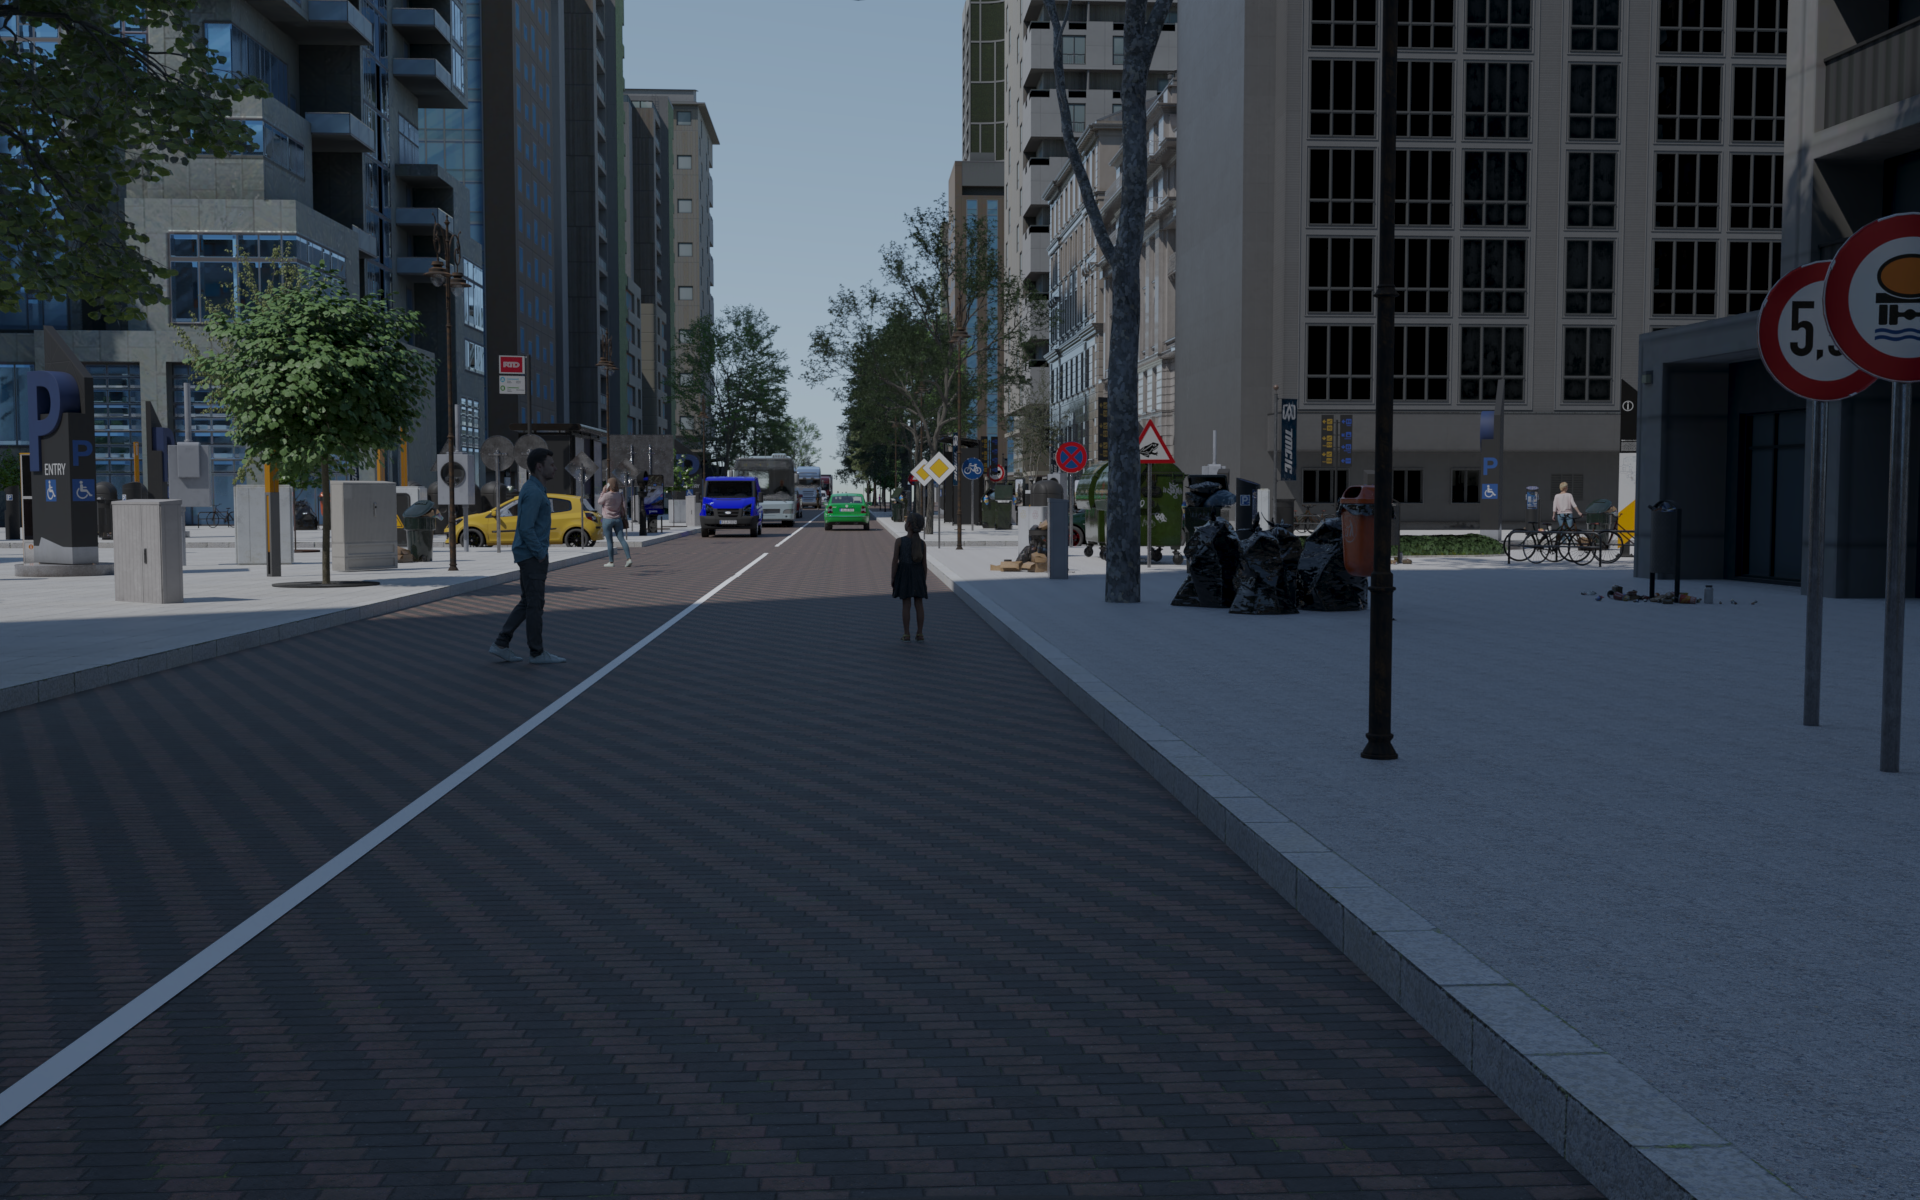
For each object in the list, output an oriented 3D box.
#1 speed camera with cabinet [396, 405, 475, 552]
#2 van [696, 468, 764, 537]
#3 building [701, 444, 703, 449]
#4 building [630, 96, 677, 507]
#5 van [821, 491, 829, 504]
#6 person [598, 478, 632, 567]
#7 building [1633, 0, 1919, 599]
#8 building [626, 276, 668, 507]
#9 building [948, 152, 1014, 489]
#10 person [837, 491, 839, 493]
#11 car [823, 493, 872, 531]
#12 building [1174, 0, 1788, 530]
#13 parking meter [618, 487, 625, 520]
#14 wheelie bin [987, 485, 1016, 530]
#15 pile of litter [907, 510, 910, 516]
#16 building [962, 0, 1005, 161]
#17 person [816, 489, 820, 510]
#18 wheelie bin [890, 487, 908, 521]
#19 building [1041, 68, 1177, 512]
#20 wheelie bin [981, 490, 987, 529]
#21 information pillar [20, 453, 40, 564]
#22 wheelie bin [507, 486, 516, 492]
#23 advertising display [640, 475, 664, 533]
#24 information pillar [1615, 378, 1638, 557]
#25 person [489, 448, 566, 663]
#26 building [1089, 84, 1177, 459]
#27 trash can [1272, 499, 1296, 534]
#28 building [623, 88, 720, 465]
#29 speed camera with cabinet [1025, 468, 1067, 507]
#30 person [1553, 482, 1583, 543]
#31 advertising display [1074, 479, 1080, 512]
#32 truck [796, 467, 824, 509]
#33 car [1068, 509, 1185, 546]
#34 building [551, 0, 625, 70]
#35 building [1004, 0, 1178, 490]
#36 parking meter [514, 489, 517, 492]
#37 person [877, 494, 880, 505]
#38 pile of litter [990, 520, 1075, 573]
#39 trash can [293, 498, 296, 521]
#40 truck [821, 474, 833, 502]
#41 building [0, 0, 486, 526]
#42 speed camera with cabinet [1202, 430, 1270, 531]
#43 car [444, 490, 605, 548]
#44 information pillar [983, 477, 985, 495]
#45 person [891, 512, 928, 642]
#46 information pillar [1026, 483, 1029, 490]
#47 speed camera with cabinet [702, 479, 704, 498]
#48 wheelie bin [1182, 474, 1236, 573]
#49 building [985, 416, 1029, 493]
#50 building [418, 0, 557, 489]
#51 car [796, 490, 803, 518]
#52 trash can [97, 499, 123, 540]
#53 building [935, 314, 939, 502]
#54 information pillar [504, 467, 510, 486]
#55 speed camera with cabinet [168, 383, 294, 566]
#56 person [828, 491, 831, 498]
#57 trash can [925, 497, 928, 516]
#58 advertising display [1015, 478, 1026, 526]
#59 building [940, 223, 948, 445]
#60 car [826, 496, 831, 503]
[{"bbox_3d":[-11.790,-2.680,38.160,2.038,3.252,0.660,0,4,0],"label":"speed camera with cabinet"},{"bbox_3d":[-7.773,-3.347,59.104,2.240,2.365,5.245,0,4,-4],"label":"van"},{"bbox_3d":[-50.448,-34.465,255.386,32.217,40.220,23.993,0,4,-4],"label":"building"},{"bbox_3d":[-36.112,-29.901,172.480,14.154,41.232,14.086,0,4,-4],"label":"building"},{"bbox_3d":[-17.007,-12.469,210.882,2.013,2.044,4.112,0,4,-4],"label":"van"},{"bbox_3d":[-6.742,-1.526,34.042,0.593,1.750,0.643,-3,5,-40],"label":"person"},{"bbox_3d":[21.231,-35.272,14.944,20.563,71.187,20.611,0,4,-4],"label":"building"},{"bbox_3d":[-41.013,-18.720,151.103,27.650,21.520,28.899,0,4,-4],"label":"building"},{"bbox_3d":[5.781,-35.311,227.437,14.600,45.320,14.200,0,4,-4],"label":"building"},{"bbox_3d":[-15.527,-12.978,220.672,0.705,1.826,1.348,-1,4,-22],"label":"person"},{"bbox_3d":[-4.506,-3.704,69.356,1.959,1.807,4.718,0,4,-3],"label":"car"},{"bbox_3d":[21.429,-16.719,66.857,24.014,27.812,14.314,0,4,-4],"label":"building"},{"bbox_3d":[-15.676,-4.564,80.329,0.399,1.863,0.255,1,4,18],"label":"parking meter"},{"bbox_3d":[1.537,-3.326,62.288,0.980,1.594,0.693,0,4,1],"label":"wheelie bin"},{"bbox_3d":[-3.213,-4.990,95.547,1.719,0.858,1.176,2,4,31],"label":"pile of litter"},{"bbox_3d":[8.945,-49.297,244.260,20.563,71.187,20.611,0,4,-4],"label":"building"},{"bbox_3d":[-13.004,-9.171,158.079,0.705,1.869,1.348,-1,4,-11],"label":"person"},{"bbox_3d":[-2.896,-4.579,82.781,0.693,1.594,0.980,-3,4,-36],"label":"wheelie bin"},{"bbox_3d":[12.798,-19.267,112.283,12.463,27.353,25.104,0,4,-4],"label":"building"},{"bbox_3d":[1.119,-3.471,64.663,0.693,1.594,0.980,0,4,1],"label":"wheelie bin"},{"bbox_3d":[-16.649,-1.631,31.157,0.304,2.012,0.304,0,4,3],"label":"information pillar"},{"bbox_3d":[-18.364,-3.804,70.103,0.980,1.594,0.693,1,4,9],"label":"wheelie bin"},{"bbox_3d":[-10.141,-3.170,57.043,0.123,1.923,0.974,3,4,37],"label":"advertising display"},{"bbox_3d":[13.571,-2.671,35.022,0.504,3.616,0.183,2,4,26],"label":"information pillar"},{"bbox_3d":[-3.687,-0.378,14.706,0.620,1.820,0.660,-1,4,-21],"label":"person"},{"bbox_3d":[14.805,-15.058,87.993,13.314,21.916,24.055,0,4,-4],"label":"building"},{"bbox_3d":[9.884,-2.519,52.847,0.748,1.137,0.748,0,3,0],"label":"trash can"},{"bbox_3d":[-46.875,-39.149,229.319,28.713,52.752,27.495,0,4,-4],"label":"building"},{"bbox_3d":[3.697,-4.975,75.683,2.038,3.252,0.660,3,5,39],"label":"speed camera with cabinet"},{"bbox_3d":[15.805,-2.192,45.008,0.731,1.740,0.598,1,4,14],"label":"person"},{"bbox_3d":[5.321,-4.203,73.941,0.974,1.923,0.123,2,4,31],"label":"advertising display"},{"bbox_3d":[-15.266,-11.356,175.431,2.967,4.110,18.799,0,4,-4],"label":"truck"},{"bbox_3d":[3.982,-2.119,44.429,4.222,1.686,2.009,0,4,-2],"label":"car"},{"bbox_3d":[-32.788,-27.246,129.069,14.154,41.232,14.086,0,4,-4],"label":"building"},{"bbox_3d":[18.386,-34.380,151.359,28.713,52.752,27.495,0,4,-4],"label":"building"},{"bbox_3d":[-22.283,-4.830,87.384,0.372,1.533,0.369,0,3,0],"label":"parking meter"},{"bbox_3d":[-9.564,-11.798,204.624,0.599,1.433,0.991,2,4,33],"label":"person"},{"bbox_3d":[1.187,-0.903,28.736,1.176,0.858,1.719,-1,4,-23],"label":"pile of litter"},{"bbox_3d":[-22.145,-2.764,56.839,0.748,1.137,0.748,0,3,0],"label":"trash can"},{"bbox_3d":[-19.643,-15.866,248.315,2.839,4.237,11.283,0,4,-2],"label":"truck"},{"bbox_3d":[-35.496,-47.014,81.345,22.319,86.520,31.000,0,4,-4],"label":"building"},{"bbox_3d":[8.597,-3.651,54.023,2.038,3.252,0.660,0,4,0],"label":"speed camera with cabinet"},{"bbox_3d":[-11.045,-2.066,44.007,3.980,1.641,2.015,0,4,-5],"label":"car"},{"bbox_3d":[0.937,-4.302,74.825,0.304,2.012,0.304,0,4,4],"label":"information pillar"},{"bbox_3d":[-0.493,-0.226,16.863,0.362,1.253,0.373,-1,4,-13],"label":"person"},{"bbox_3d":[4.501,-6.954,118.195,0.304,2.012,0.304,2,4,25],"label":"information pillar"},{"bbox_3d":[-14.321,-6.422,99.332,2.038,3.252,0.660,0,4,-7],"label":"speed camera with cabinet"},{"bbox_3d":[4.016,-1.229,28.002,0.980,1.594,0.693,1,4,23],"label":"wheelie bin"},{"bbox_3d":[18.343,-29.725,177.886,32.217,40.220,23.993,0,4,-4],"label":"building"},{"bbox_3d":[-34.786,-28.327,113.254,14.600,45.320,14.200,0,4,-4],"label":"building"},{"bbox_3d":[-10.549,-5.833,104.048,2.281,1.827,5.304,0,4,-2],"label":"car"},{"bbox_3d":[-23.814,-2.256,48.533,0.748,1.137,0.748,0,3,0],"label":"trash can"},{"bbox_3d":[2.822,-30.892,276.779,14.160,30.474,14.107,0,4,-4],"label":"building"},{"bbox_3d":[-22.511,-5.799,86.176,0.183,3.616,0.504,1,4,12],"label":"information pillar"},{"bbox_3d":[-13.166,-2.262,31.314,2.038,3.252,0.660,-1,4,-20],"label":"speed camera with cabinet"},{"bbox_3d":[-17.460,-13.741,233.121,0.705,1.831,1.348,-3,5,-40],"label":"person"},{"bbox_3d":[-2.188,-5.404,100.011,0.748,1.137,0.748,0,3,0],"label":"trash can"},{"bbox_3d":[2.439,-3.974,70.182,0.123,1.923,0.974,-1,4,-17],"label":"advertising display"},{"bbox_3d":[3.917,-35.396,262.322,14.154,41.232,14.086,0,4,-4],"label":"building"},{"bbox_3d":[-9.988,-8.100,142.216,2.009,1.686,4.222,0,4,-3],"label":"car"}]
